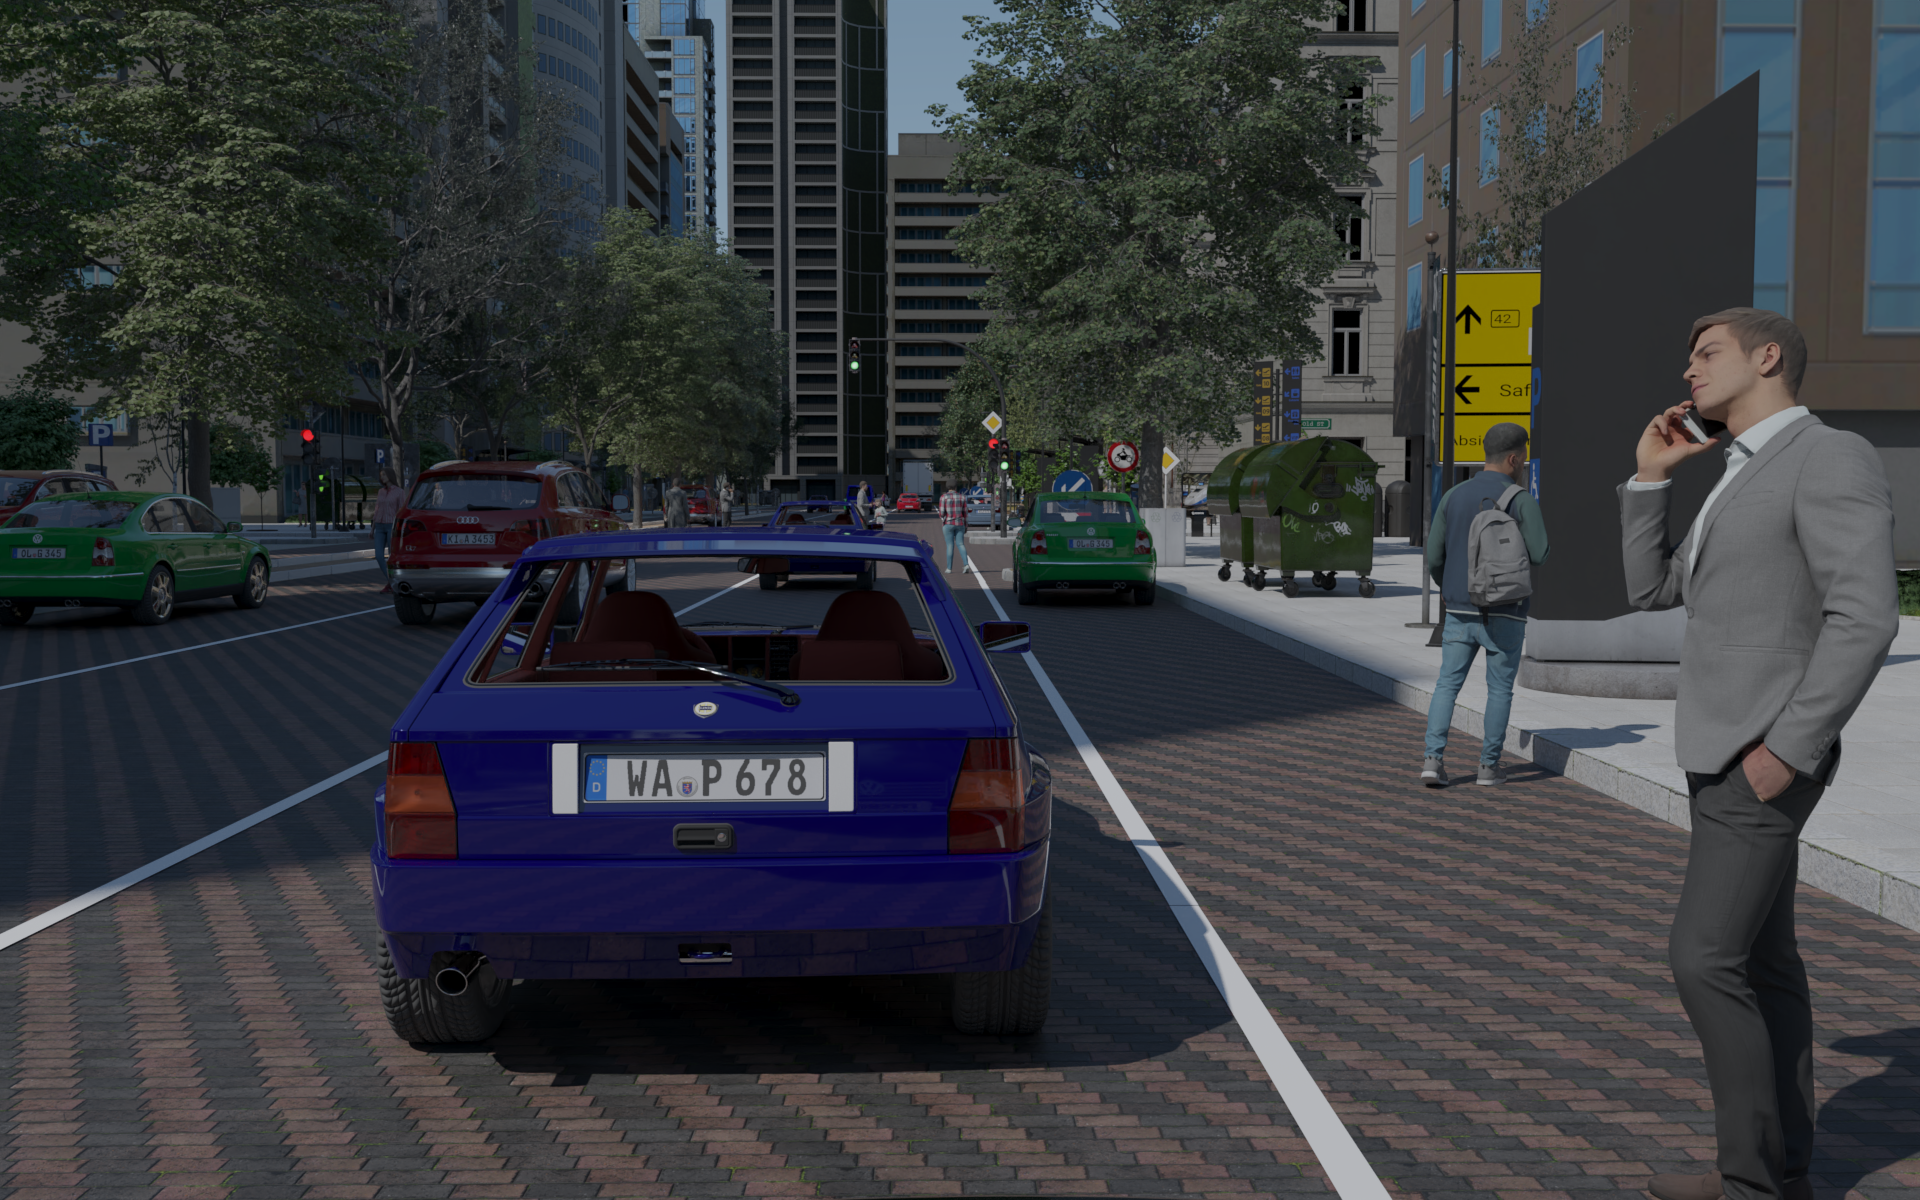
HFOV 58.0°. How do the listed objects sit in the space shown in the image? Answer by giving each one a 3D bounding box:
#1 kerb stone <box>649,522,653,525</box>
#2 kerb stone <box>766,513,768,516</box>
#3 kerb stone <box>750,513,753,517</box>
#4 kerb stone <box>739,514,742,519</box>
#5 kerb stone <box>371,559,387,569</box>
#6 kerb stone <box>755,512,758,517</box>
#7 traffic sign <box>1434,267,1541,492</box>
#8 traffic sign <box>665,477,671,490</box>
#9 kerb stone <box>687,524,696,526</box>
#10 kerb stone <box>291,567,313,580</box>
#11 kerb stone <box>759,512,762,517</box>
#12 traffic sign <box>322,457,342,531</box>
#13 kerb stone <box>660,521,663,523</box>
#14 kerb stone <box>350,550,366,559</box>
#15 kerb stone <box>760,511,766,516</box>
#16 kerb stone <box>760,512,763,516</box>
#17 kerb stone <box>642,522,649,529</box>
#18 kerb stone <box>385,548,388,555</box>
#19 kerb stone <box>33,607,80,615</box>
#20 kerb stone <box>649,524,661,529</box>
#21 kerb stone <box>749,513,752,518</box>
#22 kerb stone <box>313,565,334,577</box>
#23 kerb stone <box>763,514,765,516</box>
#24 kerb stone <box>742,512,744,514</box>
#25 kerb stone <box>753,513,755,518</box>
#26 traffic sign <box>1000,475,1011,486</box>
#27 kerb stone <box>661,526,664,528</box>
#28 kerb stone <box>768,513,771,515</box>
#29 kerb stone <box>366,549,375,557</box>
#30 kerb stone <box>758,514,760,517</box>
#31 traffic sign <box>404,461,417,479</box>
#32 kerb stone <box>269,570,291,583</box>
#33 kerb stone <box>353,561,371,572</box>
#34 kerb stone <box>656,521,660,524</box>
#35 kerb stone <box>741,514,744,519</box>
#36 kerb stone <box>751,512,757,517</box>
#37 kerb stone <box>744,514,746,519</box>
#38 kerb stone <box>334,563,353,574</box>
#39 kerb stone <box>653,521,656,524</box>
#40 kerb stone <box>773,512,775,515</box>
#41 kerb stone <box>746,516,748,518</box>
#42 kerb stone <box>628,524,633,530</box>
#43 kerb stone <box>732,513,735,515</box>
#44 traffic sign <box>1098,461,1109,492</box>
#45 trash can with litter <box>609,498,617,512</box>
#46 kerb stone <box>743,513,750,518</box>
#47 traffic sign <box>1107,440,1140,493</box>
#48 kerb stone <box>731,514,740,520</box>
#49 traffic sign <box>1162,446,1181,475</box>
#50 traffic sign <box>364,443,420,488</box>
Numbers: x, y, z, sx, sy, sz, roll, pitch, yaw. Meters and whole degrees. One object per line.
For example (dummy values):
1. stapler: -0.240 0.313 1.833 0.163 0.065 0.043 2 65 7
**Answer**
1. kerb stone: -14.275 -3.475 79.028 0.120 0.150 1.000 0 4 -1
2. kerb stone: -12.815 -5.546 112.935 0.120 0.150 1.000 0 4 -1
3. kerb stone: -12.643 -4.986 103.713 0.120 0.150 1.000 0 4 -1
4. kerb stone: -12.528 -4.607 97.559 0.120 0.150 1.000 0 4 -1
5. kerb stone: -11.306 -0.679 33.412 0.120 0.150 1.000 0 4 -1
6. kerb stone: -12.702 -5.174 106.782 0.120 0.150 1.000 0 4 -1
7. traffic sign: 5.442 -1.331 15.638 2.265 3.308 0.079 0 4 6
8. traffic sign: -22.289 -8.103 132.597 0.768 2.556 0.104 0 4 6
9. kerb stone: -12.155 -3.417 78.089 0.120 0.150 1.000 0 4 -1
10. kerb stone: -11.231 -0.433 29.316 0.120 0.150 1.000 0 4 -1
11. kerb stone: -12.737 -5.290 108.833 0.120 0.150 1.000 0 4 -1
12. traffic sign: -21.534 -3.631 59.473 0.768 2.556 0.104 0 4 4
13. kerb stone: -14.328 -3.661 82.094 0.120 0.150 1.000 0 4 -1
14. kerb stone: -13.502 -0.997 38.534 0.120 0.150 1.000 0 4 -1
15. kerb stone: -12.795 -5.487 111.912 0.120 0.150 1.000 0 4 -1
16. kerb stone: -12.756 -5.360 109.855 0.120 0.150 1.000 0 4 -1
17. kerb stone: -14.251 -3.410 78.004 0.120 0.150 1.000 0 4 -1
18. kerb stone: -13.537 -1.125 40.590 0.120 0.150 1.000 0 4 -1
19. kerb stone: -11.072 0.075 21.121 0.120 0.150 1.000 0 4 -1
20. kerb stone: -11.956 -2.791 67.823 0.120 0.150 1.000 0 4 -1
21. kerb stone: -12.620 -4.918 102.692 0.120 0.150 1.000 0 4 -1
22. kerb stone: -11.254 -0.499 30.346 0.120 0.150 1.000 0 4 -1
23. kerb stone: -12.774 -5.423 110.886 0.120 0.150 1.000 0 4 -1
24. kerb stone: -15.017 -5.857 118.002 0.120 0.150 1.000 0 4 -1
25. kerb stone: -12.660 -5.041 104.738 0.120 0.150 1.000 0 4 -1
26. traffic sign: 2.458 -5.563 93.093 0.606 2.300 0.079 0 4 1
27. kerb stone: -11.987 -2.854 68.852 0.120 0.150 1.000 0 4 -1
28. kerb stone: -12.848 -5.675 114.982 0.120 0.150 1.000 0 4 -1
29. kerb stone: -13.520 -1.061 39.565 0.120 0.150 1.000 0 4 -1
30. kerb stone: -12.713 -5.228 107.811 0.120 0.150 1.000 0 4 -1
31. traffic sign: -21.904 -4.216 68.665 0.795 2.593 0.064 1 4 8
32. kerb stone: -11.215 -0.373 28.288 0.120 0.150 1.000 0 4 -1
33. kerb stone: -11.283 -0.623 32.390 0.120 0.150 1.000 0 4 -1
34. kerb stone: -14.310 -3.601 81.072 0.120 0.150 1.000 0 4 -1
35. kerb stone: -12.542 -4.672 98.581 0.120 0.150 1.000 0 4 -1
36. kerb stone: -12.676 -5.111 105.759 0.120 0.150 1.000 0 4 -1
37. kerb stone: -12.561 -4.730 99.611 0.120 0.150 1.000 0 4 -1
38. kerb stone: -11.261 -0.561 31.368 0.120 0.150 1.000 0 4 -1
39. kerb stone: -14.288 -3.527 80.051 0.120 0.150 1.000 0 4 -1
40. kerb stone: -12.899 -5.863 118.062 0.120 0.150 1.000 0 4 -1
41. kerb stone: -12.582 -4.798 100.642 0.120 0.150 1.000 0 4 -1
42. kerb stone: -14.194 -3.226 74.934 0.120 0.150 1.000 0 4 -1
43. kerb stone: -14.919 -5.547 112.886 0.120 0.150 1.000 0 4 -1
44. traffic sign: 5.308 -3.786 62.004 0.768 2.556 0.104 0 3 0
45. trash can with litter: -24.219 -6.639 119.929 1.055 1.170 0.624 -2 4 -29
46. kerb stone: -12.600 -4.861 101.667 0.120 0.150 1.000 0 4 -1
47. traffic sign: 3.864 -2.502 41.014 0.768 2.556 0.104 1 4 8
48. kerb stone: -12.501 -4.547 96.537 0.120 0.150 1.000 0 4 -1
49. traffic sign: 5.660 -2.921 47.495 0.795 2.593 0.064 0 4 6
50. traffic sign: -22.783 -4.625 69.497 2.265 3.308 0.079 0 4 4
